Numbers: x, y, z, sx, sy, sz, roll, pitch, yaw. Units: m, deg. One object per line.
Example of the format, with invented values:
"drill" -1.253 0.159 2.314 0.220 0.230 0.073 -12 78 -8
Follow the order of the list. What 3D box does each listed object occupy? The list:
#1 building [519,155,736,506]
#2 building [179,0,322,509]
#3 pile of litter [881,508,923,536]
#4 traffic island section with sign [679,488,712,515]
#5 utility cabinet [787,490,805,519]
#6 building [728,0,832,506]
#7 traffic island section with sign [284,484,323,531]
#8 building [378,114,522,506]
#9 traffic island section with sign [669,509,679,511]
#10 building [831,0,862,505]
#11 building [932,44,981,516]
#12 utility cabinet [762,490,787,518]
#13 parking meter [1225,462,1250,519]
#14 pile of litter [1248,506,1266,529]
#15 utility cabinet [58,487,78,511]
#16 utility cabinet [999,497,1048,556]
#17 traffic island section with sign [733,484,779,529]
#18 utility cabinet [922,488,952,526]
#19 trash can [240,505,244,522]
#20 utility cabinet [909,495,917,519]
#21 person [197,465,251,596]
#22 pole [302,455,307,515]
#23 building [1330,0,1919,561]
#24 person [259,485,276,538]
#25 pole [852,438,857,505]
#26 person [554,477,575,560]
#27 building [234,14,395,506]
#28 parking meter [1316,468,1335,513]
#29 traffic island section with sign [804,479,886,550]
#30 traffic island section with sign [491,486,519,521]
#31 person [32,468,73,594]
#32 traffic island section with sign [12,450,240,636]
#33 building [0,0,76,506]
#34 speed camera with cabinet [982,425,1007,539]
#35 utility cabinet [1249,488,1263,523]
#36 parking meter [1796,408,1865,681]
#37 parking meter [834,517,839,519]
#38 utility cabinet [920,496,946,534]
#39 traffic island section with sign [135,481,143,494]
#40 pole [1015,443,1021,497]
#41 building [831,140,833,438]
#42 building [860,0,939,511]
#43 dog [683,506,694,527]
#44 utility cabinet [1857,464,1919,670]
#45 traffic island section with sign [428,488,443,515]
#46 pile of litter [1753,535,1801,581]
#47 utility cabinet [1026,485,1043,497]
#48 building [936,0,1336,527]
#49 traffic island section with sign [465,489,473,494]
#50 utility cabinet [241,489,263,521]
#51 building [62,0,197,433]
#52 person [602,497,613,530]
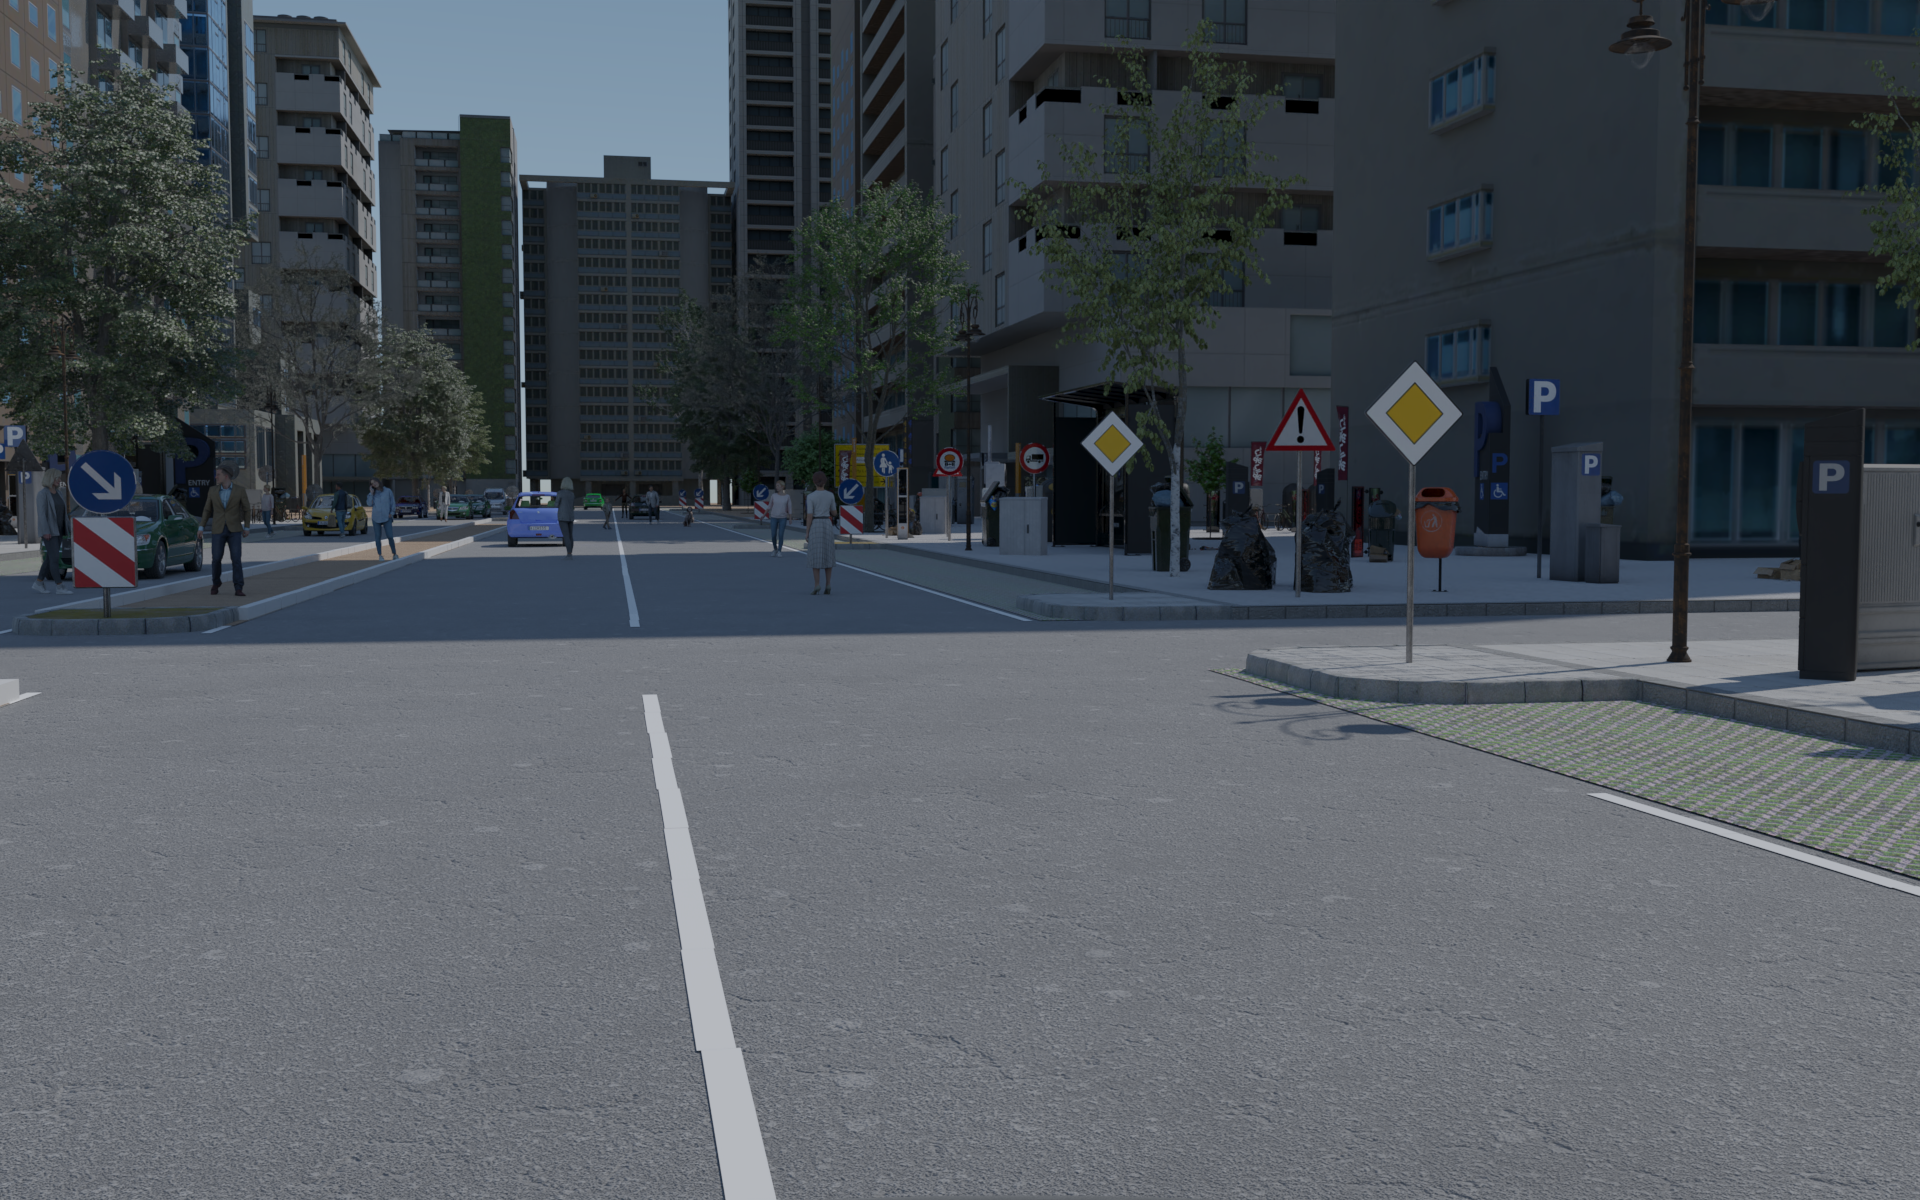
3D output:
"building" -38.570 -31.177 201.630 23.993 40.220 32.217 -1 4 -11
"building" -69.442 -50.405 136.801 31.000 86.520 22.319 -1 4 -11
"pile of litter" -1.833 -2.432 53.730 1.176 0.858 1.719 3 5 43
"traffic island section with sign" -18.449 -6.900 121.450 1.989 1.847 2.006 -1 4 -11
"utility cabinet" -8.584 -4.953 89.656 1.173 1.500 0.318 -3 4 -36
"building" -15.738 -46.614 200.397 20.611 71.187 20.563 -1 4 -11
"traffic island section with sign" -25.505 -3.656 68.403 1.989 1.847 2.006 -1 4 -11
"building" -55.509 -30.931 189.311 14.086 41.232 14.154 -1 4 -11
"traffic island section with sign" -23.920 -8.554 148.491 1.989 1.847 2.006 -1 4 -11
"building" -2.663 -30.018 140.906 14.600 45.320 14.200 -1 4 -11
"building" 5.201 -20.447 106.011 14.160 30.474 14.107 -1 4 -11
"utility cabinet" -9.593 -4.893 88.673 1.173 1.500 0.318 1 4 9
"parking meter" 5.005 -1.561 31.234 0.399 1.863 0.255 0 4 -5
"pile of litter" 10.675 -3.056 63.924 1.176 0.858 1.719 -1 4 -20
"utility cabinet" -28.372 -2.870 55.609 0.318 1.500 1.173 2 4 31
"utility cabinet" 1.328 -1.547 36.450 1.020 1.237 0.306 2 4 32
"traffic island section with sign" -8.396 -3.858 71.704 1.989 1.847 2.006 -1 4 -11
"utility cabinet" -0.912 -3.645 68.273 1.173 1.500 0.318 0 3 0
"trash can" -33.007 -4.127 79.128 0.748 1.137 0.748 0 3 0
"utility cabinet" -2.204 -4.755 88.899 0.306 1.237 1.020 2 4 33
"person" -10.318 -0.971 24.283 0.656 1.842 0.836 -3 5 -45
"pole" -34.264 -5.914 90.529 0.158 3.312 0.155 0 3 0
"building" 21.338 -25.715 44.150 21.600 48.544 21.300 -1 4 -11
"person" -22.609 -2.901 56.602 0.731 1.740 0.598 1 4 20
"pole" -3.831 -4.221 62.862 0.158 3.312 0.155 0 3 0
"person" -8.621 -1.771 37.636 0.526 1.800 0.537 3 5 40
"building" -77.512 -36.849 191.724 27.495 52.752 28.713 -1 4 -11
"parking meter" 8.329 -2.068 39.519 0.255 1.863 0.399 -2 4 -28
"traffic island section with sign" -3.057 -2.242 45.280 1.989 1.847 2.006 -1 4 -11
"traffic island section with sign" -23.852 -5.138 92.146 2.006 1.907 1.989 -1 4 -11
"person" -12.996 -0.991 24.879 0.728 1.800 0.709 1 4 11
"traffic island section with sign" -8.955 -0.633 18.493 2.006 1.907 1.989 -1 4 -11
"building" -48.577 -25.998 75.172 14.600 45.320 14.200 -1 4 -11
"speed camera with cabinet" 0.982 -3.353 49.161 0.660 3.252 2.038 0 4 5
"utility cabinet" 10.897 -3.491 65.760 1.173 1.500 0.318 -1 4 -14
"parking meter" 6.011 -0.384 11.992 0.399 1.863 0.255 2 4 31
"parking meter" -6.191 -4.840 87.550 0.372 1.533 0.369 0 3 0
"utility cabinet" -0.823 -2.750 56.124 1.020 1.237 0.306 3 4 36
"traffic island section with sign" -20.105 -2.023 41.698 1.989 1.847 2.006 -1 4 -11
"pole" 2.324 -4.606 69.157 0.158 3.312 0.155 0 3 0
"building" -4.734 -28.840 155.135 14.154 41.232 14.086 -1 4 -11
"building" 4.939 -30.606 124.112 21.300 48.544 21.600 -1 4 -11
"dog" -11.971 -3.648 76.486 0.513 0.831 0.800 0 4 7
"utility cabinet" 6.802 -0.244 12.673 1.173 1.500 0.318 -1 4 -22
"traffic island section with sign" -35.522 -6.689 117.987 1.989 1.847 2.006 -1 4 -11
"pile of litter" 12.574 -0.739 26.041 1.176 0.858 1.719 2 4 33
"utility cabinet" 1.903 -2.206 44.744 0.318 1.500 1.173 0 4 -5
"building" 14.389 -30.133 81.914 28.713 52.752 27.495 -1 4 -11
"traffic island section with sign" -40.901 -8.313 144.553 1.989 1.847 2.006 -1 4 -11
"utility cabinet" -33.655 -4.486 82.033 1.173 1.500 0.318 0 3 0
"building" -58.359 -29.399 100.284 23.786 49.044 30.456 -1 4 -11
"person" -14.276 -3.513 70.203 0.640 1.303 0.475 3 4 36
